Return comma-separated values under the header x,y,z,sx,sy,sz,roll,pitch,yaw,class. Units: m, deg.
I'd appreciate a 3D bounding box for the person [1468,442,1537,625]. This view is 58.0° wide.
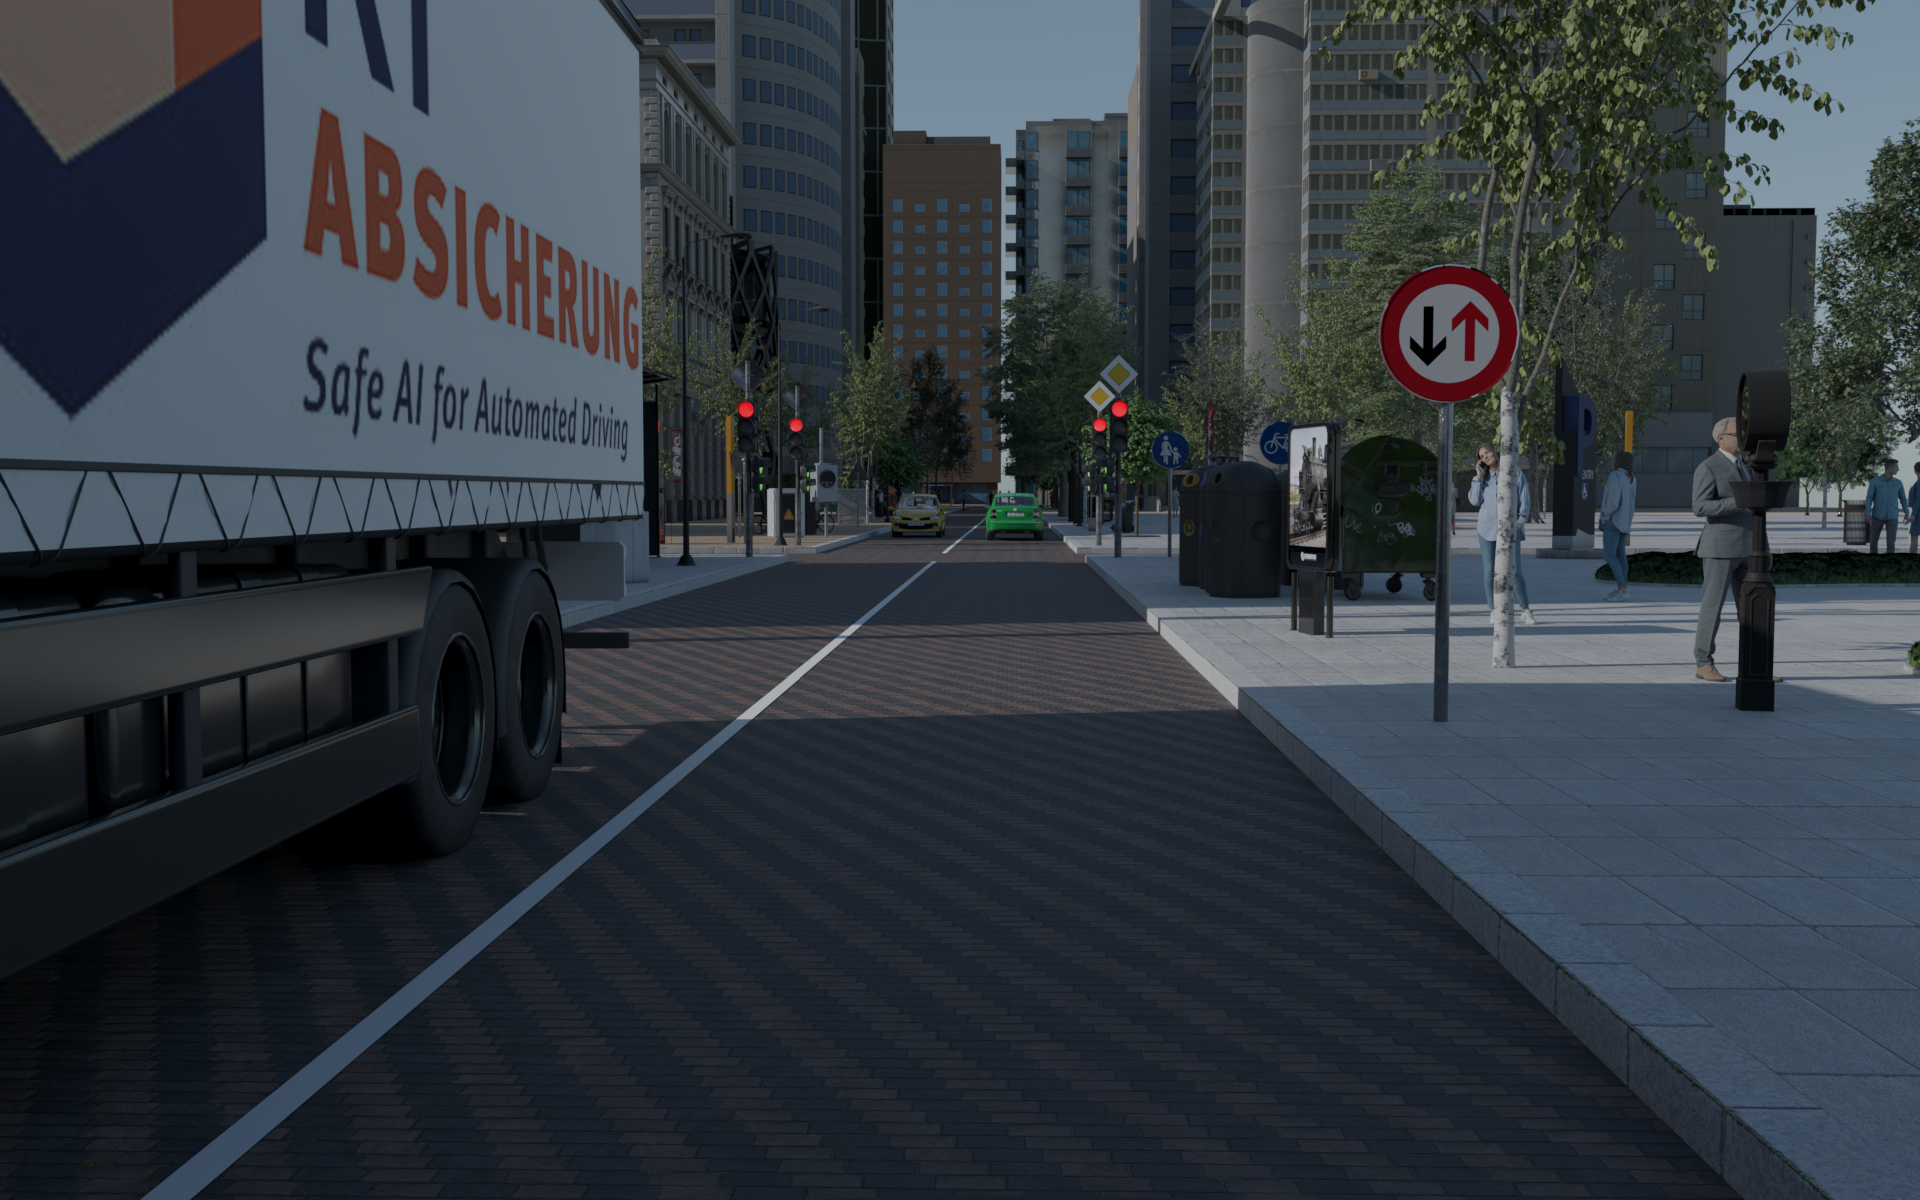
x,y,z,sx,sy,sz,roll,pitch,yaw,class
5.372,-0.661,17.111,0.793,1.790,0.793,0,4,1,person

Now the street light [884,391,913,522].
x,y,z,sx,sy,sz,roll,pitch,yaw,class
-2.736,-6.464,78.226,1.470,5.913,1.316,0,4,2,street light

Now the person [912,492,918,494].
x,y,z,sx,sy,sz,roll,pitch,yaw,class
-4.314,-9.871,167.522,1.350,1.814,0.705,3,5,40,person

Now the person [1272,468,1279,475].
x,y,z,sx,sy,sz,roll,pitch,yaw,class
6.062,-1.641,33.224,0.694,1.780,0.624,2,4,27,person

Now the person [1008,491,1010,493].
x,y,z,sx,sy,sz,roll,pitch,yaw,class
5.420,-11.274,192.796,0.705,1.831,1.348,1,4,11,person

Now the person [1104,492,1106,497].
x,y,z,sx,sy,sz,roll,pitch,yaw,class
14.402,-10.324,174.969,0.705,1.807,1.348,-2,4,-33,person

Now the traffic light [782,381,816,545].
x,y,z,sx,sy,sz,roll,pitch,yaw,class
-4.024,-3.318,43.178,0.839,4.253,0.868,0,4,2,traffic light

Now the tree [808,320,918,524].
x,y,z,sx,sy,sz,roll,pitch,yaw,class
-3.925,-7.578,74.256,4.737,8.622,4.395,0,3,0,tree

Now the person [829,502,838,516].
x,y,z,sx,sy,sz,roll,pitch,yaw,class
-7.486,-5.634,102.413,0.590,1.304,0.306,3,4,36,person

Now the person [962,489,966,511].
x,y,z,sx,sy,sz,roll,pitch,yaw,class
0.355,-8.463,146.883,0.705,1.823,1.348,0,4,3,person

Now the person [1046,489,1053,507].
x,y,z,sx,sy,sz,roll,pitch,yaw,class
8.986,-9.974,169.072,1.348,1.831,0.705,-1,4,-20,person

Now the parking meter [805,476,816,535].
x,y,z,sx,sy,sz,roll,pitch,yaw,class
-4.732,-2.973,54.324,0.399,1.863,0.255,-3,5,-44,parking meter

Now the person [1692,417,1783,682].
x,y,z,sx,sy,sz,roll,pitch,yaw,class
5.318,-0.341,11.800,0.661,1.801,0.590,-2,4,-27,person

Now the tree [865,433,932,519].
x,y,z,sx,sy,sz,roll,pitch,yaw,class
-3.212,-6.441,89.030,4.285,4.588,4.351,0,3,0,tree

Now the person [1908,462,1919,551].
x,y,z,sx,sy,sz,roll,pitch,yaw,class
16.009,-1.391,28.818,0.581,1.822,0.654,-2,4,-34,person

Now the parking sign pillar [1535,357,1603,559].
x,y,z,sx,sy,sz,roll,pitch,yaw,class
12.306,-2.823,34.636,1.447,3.967,1.447,3,4,38,parking sign pillar

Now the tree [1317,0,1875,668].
x,y,z,sx,sy,sz,roll,pitch,yaw,class
4.267,-3.805,12.567,4.737,8.622,4.395,0,3,0,tree

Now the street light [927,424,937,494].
x,y,z,sx,sy,sz,roll,pitch,yaw,class
-1.591,-8.615,113.388,1.470,5.913,1.316,0,4,2,street light

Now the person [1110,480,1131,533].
x,y,z,sx,sy,sz,roll,pitch,yaw,class
5.315,-3.118,56.926,0.836,1.842,0.656,-2,4,-27,person

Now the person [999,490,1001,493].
x,y,z,sx,sy,sz,roll,pitch,yaw,class
4.217,-10.534,180.737,0.705,1.822,1.348,3,5,42,person

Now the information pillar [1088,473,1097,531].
x,y,z,sx,sy,sz,roll,pitch,yaw,class
4.600,-3.371,59.613,0.304,2.012,0.304,-1,4,-15,information pillar

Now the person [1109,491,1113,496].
x,y,z,sx,sy,sz,roll,pitch,yaw,class
16.890,-11.395,193.067,0.721,1.735,1.217,-2,4,-26,person

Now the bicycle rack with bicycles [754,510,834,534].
x,y,z,sx,sy,sz,roll,pitch,yaw,class
-5.535,-2.625,56.309,2.925,0.926,2.852,-1,4,-14,bicycle rack with bicycles

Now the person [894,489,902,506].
x,y,z,sx,sy,sz,roll,pitch,yaw,class
-3.865,-6.218,107.508,0.447,1.846,0.655,-3,5,-42,person

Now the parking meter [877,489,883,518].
x,y,z,sx,sy,sz,roll,pitch,yaw,class
-4.388,-5.291,94.924,0.372,1.533,0.369,0,3,0,parking meter

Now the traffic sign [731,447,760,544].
x,y,z,sx,sy,sz,roll,pitch,yaw,class
-5.542,-2.725,44.665,0.768,2.556,0.104,0,4,6,traffic sign

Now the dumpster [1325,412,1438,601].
x,y,z,sx,sy,sz,roll,pitch,yaw,class
5.157,-1.165,21.542,1.502,2.255,1.985,0,4,2,dumpster

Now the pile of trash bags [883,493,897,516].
x,y,z,sx,sy,sz,roll,pitch,yaw,class
-3.766,-5.555,100.583,1.912,1.369,3.447,0,4,0,pile of trash bags

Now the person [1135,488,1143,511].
x,y,z,sx,sy,sz,roll,pitch,yaw,class
13.220,-7.389,127.296,0.683,1.767,0.568,-3,5,-41,person

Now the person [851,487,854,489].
x,y,z,sx,sy,sz,roll,pitch,yaw,class
-8.388,-7.954,135.724,0.705,1.869,1.348,-3,5,-44,person

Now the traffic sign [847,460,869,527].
x,y,z,sx,sy,sz,roll,pitch,yaw,class
-3.918,-4.068,66.509,0.884,2.594,0.081,1,4,11,traffic sign

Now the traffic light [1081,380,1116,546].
x,y,z,sx,sy,sz,roll,pitch,yaw,class
3.434,-3.305,42.958,0.839,4.253,0.868,0,4,2,traffic light

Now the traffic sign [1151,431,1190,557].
x,y,z,sx,sy,sz,roll,pitch,yaw,class
4.248,-2.136,35.024,0.768,2.556,0.104,0,4,3,traffic sign

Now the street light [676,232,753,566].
x,y,z,sx,sy,sz,roll,pitch,yaw,class
-4.366,-3.566,30.852,1.470,5.913,1.316,0,4,2,street light

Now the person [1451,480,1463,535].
x,y,z,sx,sy,sz,roll,pitch,yaw,class
15.390,-2.925,54.218,0.716,1.782,0.532,0,4,1,person

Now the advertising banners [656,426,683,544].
x,y,z,sx,sy,sz,roll,pitch,yaw,class
-7.787,-2.952,44.448,0.090,3.025,2.074,3,4,36,advertising banners

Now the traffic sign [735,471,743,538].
x,y,z,sx,sy,sz,roll,pitch,yaw,class
-6.506,-3.118,51.077,0.768,2.556,0.104,0,4,5,traffic sign

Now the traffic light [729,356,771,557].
x,y,z,sx,sy,sz,roll,pitch,yaw,class
-4.278,-2.830,35.197,0.839,4.253,0.868,0,4,2,traffic light

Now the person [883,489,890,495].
x,y,z,sx,sy,sz,roll,pitch,yaw,class
-8.270,-11.570,194.835,1.348,1.869,0.705,0,4,2,person

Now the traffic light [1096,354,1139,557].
x,y,z,sx,sy,sz,roll,pitch,yaw,class
3.180,-2.817,34.977,0.839,4.253,0.868,0,4,2,traffic light

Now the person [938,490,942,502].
x,y,z,sx,sy,sz,roll,pitch,yaw,class
-2.017,-10.257,174.422,0.721,1.739,1.217,-1,4,-18,person

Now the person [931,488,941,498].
x,y,z,sx,sy,sz,roll,pitch,yaw,class
-2.435,-9.670,164.247,1.348,1.812,0.705,-2,4,-24,person

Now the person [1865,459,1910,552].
x,y,z,sx,sy,sz,roll,pitch,yaw,class
14.759,-1.326,27.580,0.638,1.841,0.748,2,4,26,person

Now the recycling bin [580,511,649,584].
x,y,z,sx,sy,sz,roll,pitch,yaw,class
-4.999,-0.766,25.084,0.722,1.027,0.722,2,4,33,recycling bin

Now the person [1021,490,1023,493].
x,y,z,sx,sy,sz,roll,pitch,yaw,class
5.784,-9.379,161.932,0.705,1.814,1.350,0,4,-6,person

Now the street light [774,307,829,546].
x,y,z,sx,sy,sz,roll,pitch,yaw,class
-3.935,-4.313,43.066,1.470,5.913,1.316,0,4,2,street light

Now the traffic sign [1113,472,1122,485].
x,y,z,sx,sy,sz,roll,pitch,yaw,class
6.641,-4.400,74.062,0.606,2.300,0.079,0,4,3,traffic sign

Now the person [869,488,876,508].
x,y,z,sx,sy,sz,roll,pitch,yaw,class
-8.048,-9.261,157.468,0.705,1.824,1.348,1,4,23,person

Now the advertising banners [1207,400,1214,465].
x,y,z,sx,sy,sz,roll,pitch,yaw,class
4.649,-2.275,33.381,0.090,3.025,2.074,0,4,-4,advertising banners

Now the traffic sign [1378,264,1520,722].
x,y,z,sx,sy,sz,roll,pitch,yaw,class
2.714,-0.587,9.701,0.768,2.556,0.104,0,4,5,traffic sign

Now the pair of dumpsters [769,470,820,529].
x,y,z,sx,sy,sz,roll,pitch,yaw,class
-5.705,-3.557,60.656,1.574,2.255,4.437,0,4,2,pair of dumpsters

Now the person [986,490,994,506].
x,y,z,sx,sy,sz,roll,pitch,yaw,class
3.004,-9.916,170.650,0.705,1.821,1.348,3,4,37,person

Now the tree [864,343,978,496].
x,y,z,sx,sy,sz,roll,pitch,yaw,class
-2.471,-10.521,106.426,7.601,10.594,8.767,0,4,4,tree

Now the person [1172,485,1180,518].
x,y,z,sx,sy,sz,roll,pitch,yaw,class
11.815,-5.369,94.388,0.480,1.755,0.524,3,5,44,person

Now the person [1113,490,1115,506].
x,y,z,sx,sy,sz,roll,pitch,yaw,class
16.633,-11.099,188.228,0.721,1.743,1.217,2,4,30,person

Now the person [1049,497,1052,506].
x,y,z,sx,sy,sz,roll,pitch,yaw,class
9.835,-10.833,183.707,0.434,1.755,0.990,-3,5,-41,person

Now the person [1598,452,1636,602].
x,y,z,sx,sy,sz,roll,pitch,yaw,class
7.919,-0.886,20.801,0.793,1.790,0.793,1,4,11,person

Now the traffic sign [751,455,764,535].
x,y,z,sx,sy,sz,roll,pitch,yaw,class
-6.452,-3.288,53.871,0.768,2.556,0.104,0,4,7,traffic sign

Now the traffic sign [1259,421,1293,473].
x,y,z,sx,sy,sz,roll,pitch,yaw,class
5.632,-1.853,30.400,0.768,2.556,0.104,1,4,9,traffic sign
